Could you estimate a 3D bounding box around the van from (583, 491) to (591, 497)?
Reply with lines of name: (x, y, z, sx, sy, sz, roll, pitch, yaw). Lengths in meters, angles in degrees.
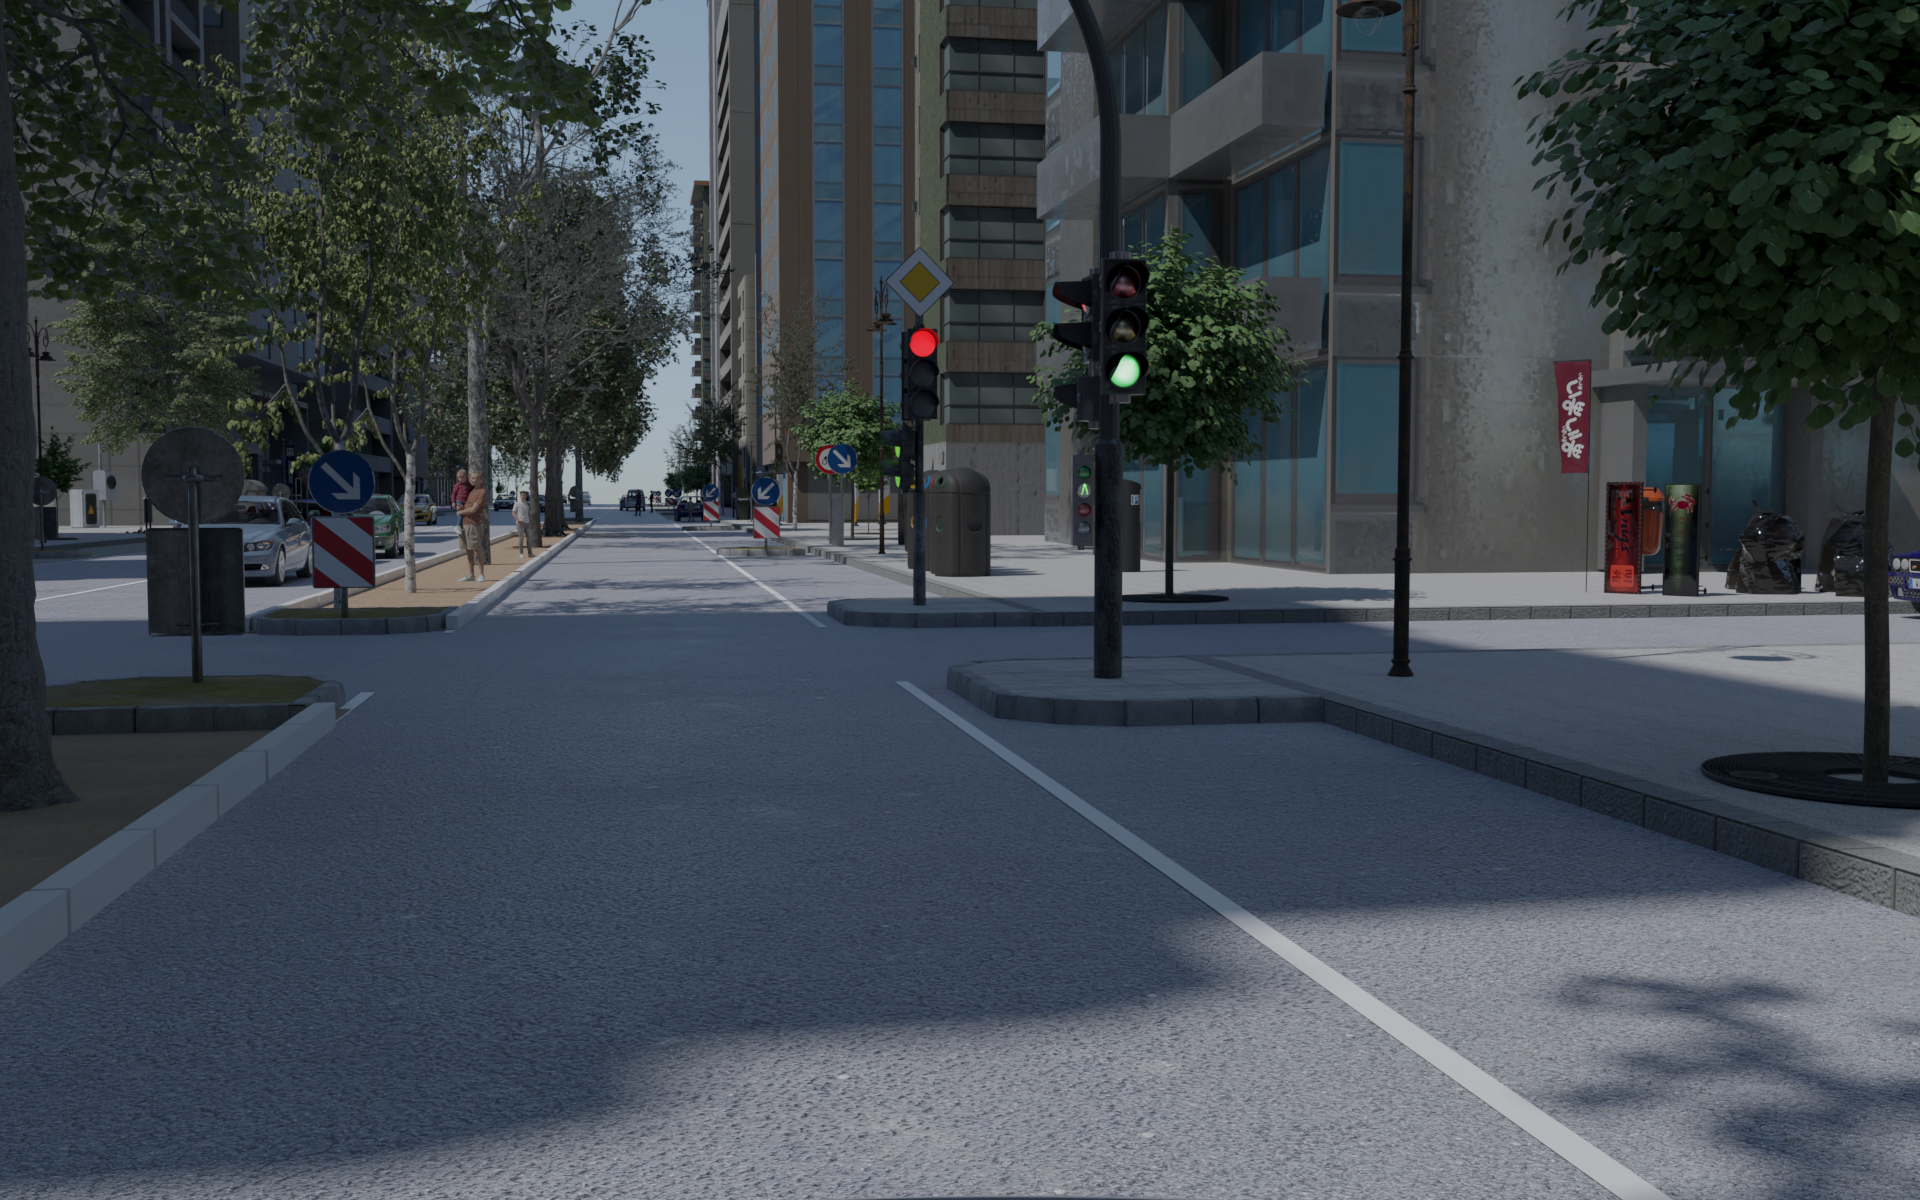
van: (-52.326, -14.313, 241.025, 2.013, 2.044, 4.112, -1, 4, -9)

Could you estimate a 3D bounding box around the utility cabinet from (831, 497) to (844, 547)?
utility cabinet: (-3.010, -1.925, 42.636, 0.306, 1.237, 1.020, 0, 4, -3)

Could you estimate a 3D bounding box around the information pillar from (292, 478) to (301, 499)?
information pillar: (-30.604, -4.613, 79.916, 0.304, 2.012, 0.304, 2, 4, 31)

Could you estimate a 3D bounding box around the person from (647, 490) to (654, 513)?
person: (-23.953, -7.628, 134.046, 0.721, 1.723, 1.217, -2, 4, -27)

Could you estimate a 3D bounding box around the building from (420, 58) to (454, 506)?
building: (-66.787, -34.703, 187.002, 23.786, 49.044, 30.456, -1, 4, -11)

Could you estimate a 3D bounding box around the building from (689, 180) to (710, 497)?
building: (-25.831, -35.736, 238.906, 22.147, 44.769, 28.867, -1, 4, -11)

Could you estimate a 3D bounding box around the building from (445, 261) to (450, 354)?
building: (-75.812, -31.886, 213.221, 32.217, 40.220, 23.993, -1, 4, -11)

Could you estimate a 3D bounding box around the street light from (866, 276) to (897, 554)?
street light: (-1.667, -3.917, 36.825, 0.468, 5.910, 1.993, -1, 4, -11)

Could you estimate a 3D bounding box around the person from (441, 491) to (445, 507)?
person: (-50.947, -9.869, 170.781, 0.530, 1.710, 0.541, -1, 4, -11)

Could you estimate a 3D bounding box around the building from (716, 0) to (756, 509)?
building: (-10.667, -32.616, 156.973, 21.300, 48.544, 21.600, -1, 4, -11)

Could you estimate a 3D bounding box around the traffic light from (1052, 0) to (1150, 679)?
traffic light: (-1.035, -2.252, 11.491, 4.771, 5.953, 1.251, -1, 4, -11)

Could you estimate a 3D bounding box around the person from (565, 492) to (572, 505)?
person: (-50.728, -13.160, 224.495, 0.721, 1.723, 1.217, 2, 4, 31)

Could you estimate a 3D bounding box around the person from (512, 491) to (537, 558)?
person: (-9.741, -1.693, 38.773, 0.523, 1.515, 0.503, 1, 4, 12)

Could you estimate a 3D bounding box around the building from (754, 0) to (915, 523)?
building: (-2.366, -26.442, 82.438, 14.600, 45.320, 14.200, -1, 4, -11)

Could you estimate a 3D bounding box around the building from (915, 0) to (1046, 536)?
building: (5.191, -17.653, 60.330, 14.160, 30.474, 14.107, -1, 4, -11)

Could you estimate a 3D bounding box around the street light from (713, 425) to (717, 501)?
street light: (-15.889, -8.527, 112.208, 0.468, 5.910, 1.993, -1, 4, -11)

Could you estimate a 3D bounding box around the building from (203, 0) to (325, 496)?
building: (-53.199, -31.275, 100.586, 28.713, 52.752, 27.495, -1, 4, -11)

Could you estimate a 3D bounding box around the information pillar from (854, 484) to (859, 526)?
information pillar: (-4.146, -4.766, 69.282, 0.183, 3.616, 0.504, 1, 4, 13)

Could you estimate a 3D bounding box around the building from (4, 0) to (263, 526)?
building: (-43.314, -39.030, 76.391, 20.563, 71.187, 20.611, -1, 4, -11)

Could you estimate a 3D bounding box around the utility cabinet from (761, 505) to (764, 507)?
utility cabinet: (-10.420, -5.081, 94.242, 0.306, 1.237, 1.020, 3, 5, 44)

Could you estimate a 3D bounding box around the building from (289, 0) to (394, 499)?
building: (-54.016, -30.691, 125.497, 21.300, 48.544, 21.600, -1, 4, -11)

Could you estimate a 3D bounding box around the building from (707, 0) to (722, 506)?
building: (-17.803, -40.042, 196.680, 21.231, 58.520, 28.212, -1, 4, -11)

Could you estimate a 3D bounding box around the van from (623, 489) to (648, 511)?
van: (-27.437, -8.527, 146.433, 2.013, 2.044, 4.112, -1, 4, -11)

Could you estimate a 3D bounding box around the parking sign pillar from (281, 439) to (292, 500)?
parking sign pillar: (-32.957, -5.896, 84.875, 1.447, 3.967, 1.447, -1, 4, -18)

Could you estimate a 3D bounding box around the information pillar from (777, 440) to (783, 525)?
information pillar: (-7.538, -4.950, 72.287, 0.183, 3.616, 0.504, 1, 4, 22)

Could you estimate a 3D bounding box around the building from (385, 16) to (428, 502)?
building: (-52.583, -30.210, 144.052, 14.600, 45.320, 14.200, -1, 4, -11)

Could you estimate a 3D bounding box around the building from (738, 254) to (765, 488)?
building: (-2.301, -17.657, 133.730, 27.650, 21.520, 28.899, -1, 4, -11)

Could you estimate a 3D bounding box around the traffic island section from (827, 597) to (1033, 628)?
traffic island section: (-0.445, 0.140, 19.986, 2.009, 0.180, 2.903, -1, 4, -11)

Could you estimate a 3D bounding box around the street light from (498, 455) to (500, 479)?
street light: (-53.910, -14.047, 202.455, 0.468, 5.910, 1.993, -1, 4, -11)

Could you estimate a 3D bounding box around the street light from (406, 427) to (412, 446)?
street light: (-38.230, -9.008, 120.071, 0.468, 5.910, 1.993, -1, 4, -11)

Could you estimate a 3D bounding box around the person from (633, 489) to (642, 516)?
person: (-21.461, -6.485, 114.974, 0.568, 1.767, 0.683, 1, 4, 22)

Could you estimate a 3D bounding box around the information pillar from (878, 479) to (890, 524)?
information pillar: (-3.216, -5.011, 73.278, 0.504, 3.616, 0.183, -2, 4, -28)

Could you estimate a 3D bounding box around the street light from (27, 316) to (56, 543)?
street light: (-23.998, -4.426, 45.152, 0.468, 5.910, 1.993, -1, 4, -11)

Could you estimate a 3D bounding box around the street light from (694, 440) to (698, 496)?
street light: (-21.340, -10.267, 140.645, 0.468, 5.910, 1.993, -1, 4, -11)

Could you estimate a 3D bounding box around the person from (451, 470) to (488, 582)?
person: (-7.974, -1.206, 28.200, 0.580, 1.828, 0.573, -1, 4, -10)

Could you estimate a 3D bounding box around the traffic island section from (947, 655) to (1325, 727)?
traffic island section: (1.045, 0.620, 12.141, 2.009, 0.180, 2.903, -1, 4, -11)

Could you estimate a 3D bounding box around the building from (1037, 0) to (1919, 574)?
building: (16.640, -25.583, 37.896, 30.456, 49.044, 23.786, -1, 4, -11)

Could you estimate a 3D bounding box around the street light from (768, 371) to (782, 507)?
street light: (-6.909, -5.635, 64.925, 0.468, 5.910, 1.993, -1, 4, -11)

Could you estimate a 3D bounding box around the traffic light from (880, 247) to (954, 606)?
traffic light: (-0.486, -1.893, 19.865, 0.839, 4.253, 0.868, -1, 4, -11)

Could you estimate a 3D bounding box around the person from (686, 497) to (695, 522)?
person: (-13.763, -4.623, 88.366, 0.640, 1.303, 0.475, 2, 4, 35)

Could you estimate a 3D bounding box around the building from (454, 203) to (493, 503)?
building: (-71.206, -33.666, 234.038, 14.154, 41.232, 14.086, -1, 4, -11)

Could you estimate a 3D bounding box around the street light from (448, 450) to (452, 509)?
street light: (-43.609, -10.739, 148.370, 0.468, 5.910, 1.993, -1, 4, -11)

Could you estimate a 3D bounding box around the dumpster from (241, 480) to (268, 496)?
dumpster: (-28.863, -3.941, 70.198, 1.264, 1.857, 1.865, -1, 4, -11)

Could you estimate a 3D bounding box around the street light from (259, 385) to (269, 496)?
street light: (-29.364, -6.143, 73.228, 0.468, 5.910, 1.993, -1, 4, -11)

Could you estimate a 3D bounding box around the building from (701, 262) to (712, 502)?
building: (-25.470, -27.271, 217.582, 14.160, 30.474, 14.107, -1, 4, -11)

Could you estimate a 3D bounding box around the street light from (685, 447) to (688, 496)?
street light: (-26.662, -11.997, 168.945, 0.468, 5.910, 1.993, -1, 4, -11)

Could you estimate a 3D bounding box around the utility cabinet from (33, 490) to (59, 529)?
utility cabinet: (-33.566, -3.334, 63.194, 1.173, 1.500, 0.318, 0, 4, 2)

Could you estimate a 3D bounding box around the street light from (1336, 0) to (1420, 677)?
street light: (3.111, -2.401, 12.049, 0.468, 5.910, 1.993, -1, 4, -11)

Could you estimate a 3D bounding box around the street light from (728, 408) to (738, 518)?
street light: (-12.183, -7.354, 93.019, 0.468, 5.910, 1.993, -1, 4, -11)

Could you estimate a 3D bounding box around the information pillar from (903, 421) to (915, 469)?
information pillar: (-1.598, -3.894, 55.018, 0.504, 3.616, 0.183, 0, 4, 5)

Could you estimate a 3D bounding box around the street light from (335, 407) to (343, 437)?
street light: (-32.897, -7.284, 91.887, 0.468, 5.910, 1.993, -1, 4, -11)
